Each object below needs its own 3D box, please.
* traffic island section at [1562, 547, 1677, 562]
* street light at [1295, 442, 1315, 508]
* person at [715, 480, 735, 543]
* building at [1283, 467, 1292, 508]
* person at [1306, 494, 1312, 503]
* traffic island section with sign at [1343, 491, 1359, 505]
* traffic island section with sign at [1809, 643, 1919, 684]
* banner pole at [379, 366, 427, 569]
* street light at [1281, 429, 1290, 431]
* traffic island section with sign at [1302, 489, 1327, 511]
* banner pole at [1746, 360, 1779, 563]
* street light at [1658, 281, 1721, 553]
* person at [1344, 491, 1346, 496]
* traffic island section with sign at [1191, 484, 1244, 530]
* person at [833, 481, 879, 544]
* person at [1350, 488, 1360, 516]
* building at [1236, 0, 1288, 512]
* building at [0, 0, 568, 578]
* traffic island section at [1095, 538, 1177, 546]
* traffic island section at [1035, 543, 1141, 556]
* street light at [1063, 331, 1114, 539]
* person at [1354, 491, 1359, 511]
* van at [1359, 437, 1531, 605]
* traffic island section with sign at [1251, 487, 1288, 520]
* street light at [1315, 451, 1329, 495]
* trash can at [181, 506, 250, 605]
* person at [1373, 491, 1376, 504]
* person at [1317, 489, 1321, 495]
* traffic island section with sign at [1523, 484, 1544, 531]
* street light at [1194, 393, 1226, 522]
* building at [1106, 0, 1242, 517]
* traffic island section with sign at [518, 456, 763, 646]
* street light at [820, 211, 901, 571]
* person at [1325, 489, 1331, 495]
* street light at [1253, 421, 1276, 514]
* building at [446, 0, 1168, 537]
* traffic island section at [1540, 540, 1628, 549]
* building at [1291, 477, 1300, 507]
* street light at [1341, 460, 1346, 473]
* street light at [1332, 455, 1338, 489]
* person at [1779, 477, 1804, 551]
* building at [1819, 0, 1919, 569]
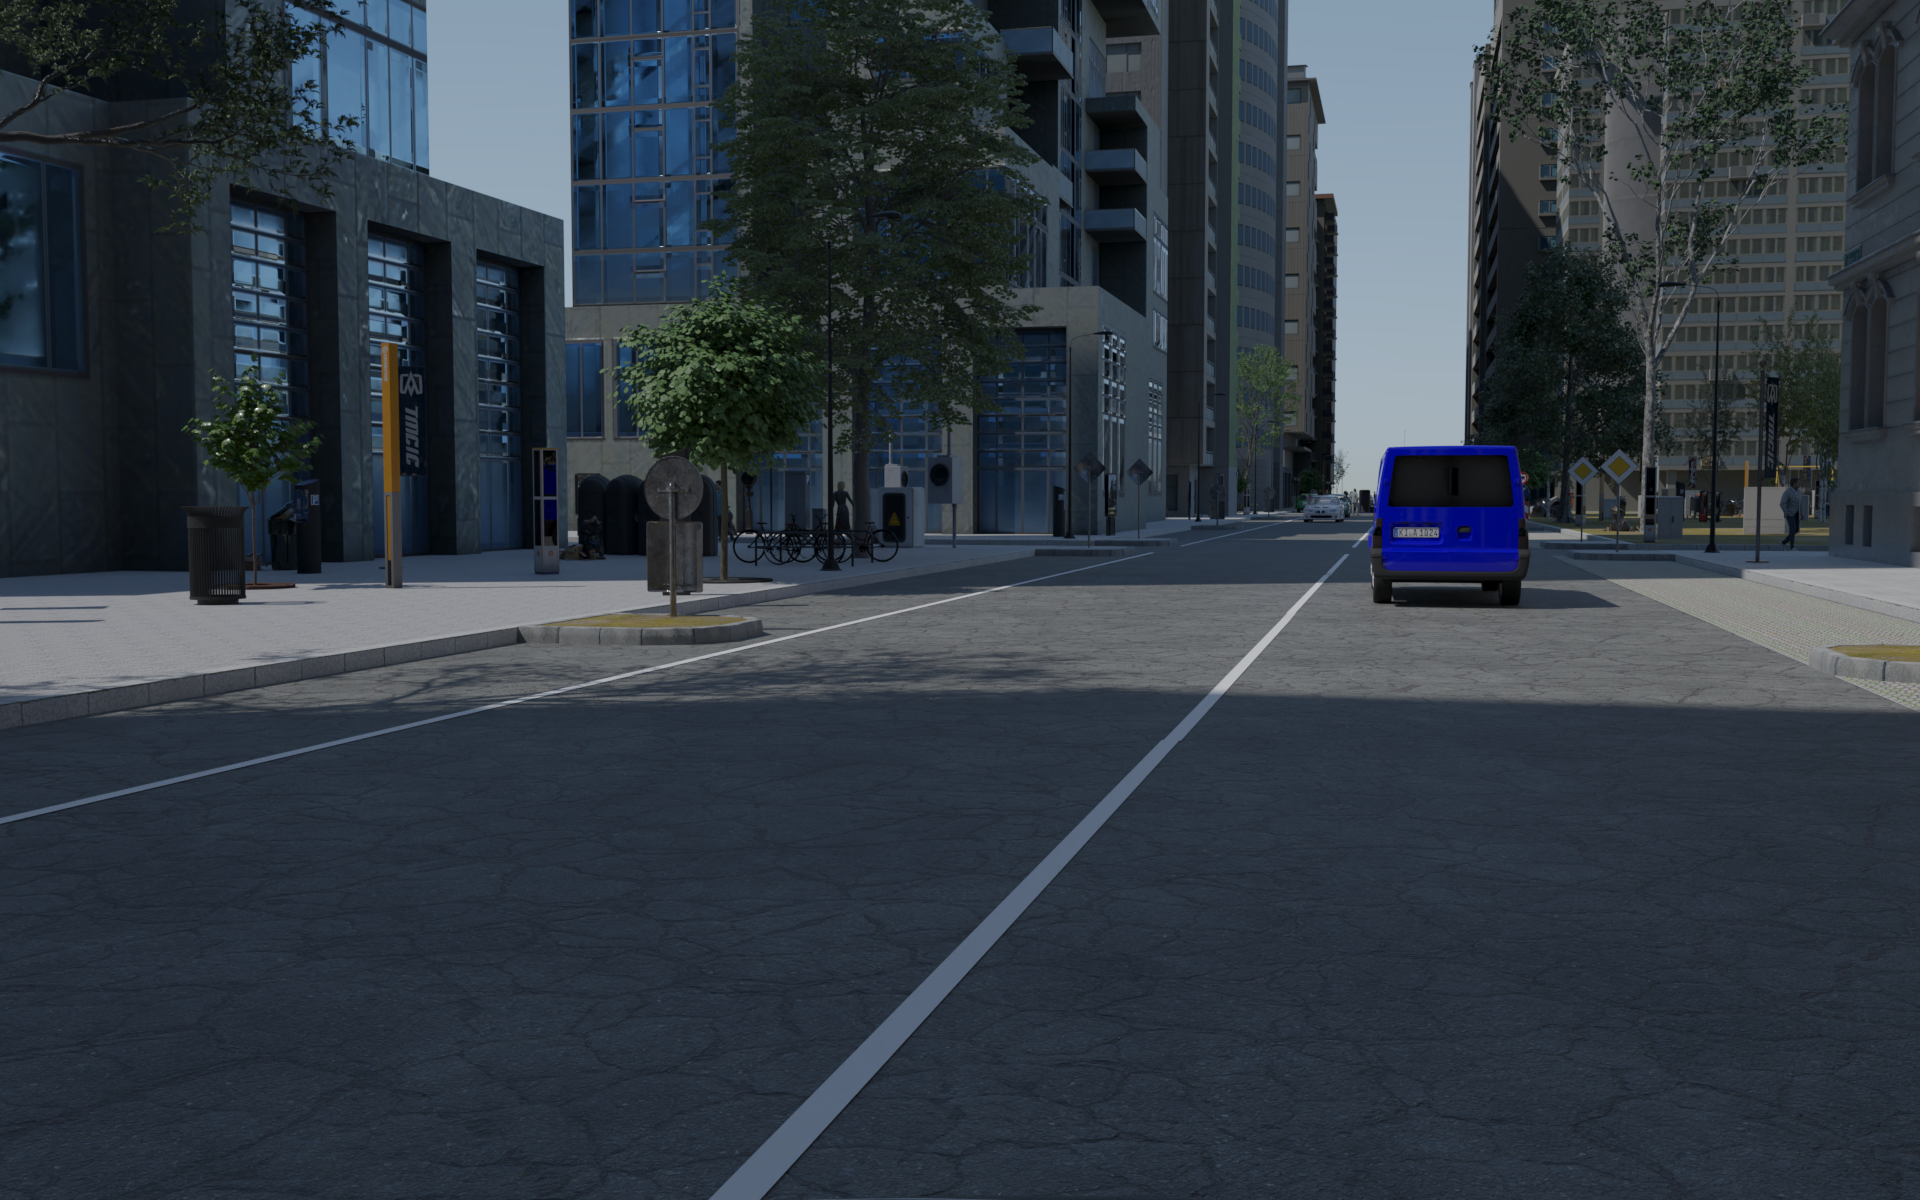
[{"bbox_3d":[14.573,-0.983,38.354,2.009,0.180,2.903,1,4,14],"label":"traffic island section"},{"bbox_3d":[30.653,-11.143,154.723,1.470,5.913,1.316,1,4,14],"label":"street light"},{"bbox_3d":[-6.647,-2.468,48.864,0.620,1.820,0.660,-2,4,-33],"label":"person"},{"bbox_3d":[20.502,-44.198,160.896,20.563,71.187,20.611,1,4,14],"label":"building"},{"bbox_3d":[25.652,-7.070,127.315,0.599,1.433,0.991,2,4,35],"label":"person"},{"bbox_3d":[57.109,-14.888,252.054,1.989,1.847,2.006,1,4,14],"label":"traffic island section with sign"},{"bbox_3d":[7.931,-0.311,13.718,1.989,1.847,2.006,1,4,14],"label":"traffic island section with sign"},{"bbox_3d":[-9.571,-2.431,29.767,0.863,3.779,0.401,-2,4,-25],"label":"banner pole"},{"bbox_3d":[22.959,-9.296,124.535,1.470,5.913,1.316,1,4,14],"label":"street light"},{"bbox_3d":[29.703,-8.353,145.207,1.989,1.847,2.006,1,4,14],"label":"traffic island section with sign"},{"bbox_3d":[15.143,-2.600,32.525,0.863,3.779,0.401,-3,4,-38],"label":"banner pole"},{"bbox_3d":[15.943,-3.996,37.879,1.470,5.913,1.316,1,4,14],"label":"street light"},{"bbox_3d":[41.967,-11.022,188.792,0.705,1.814,1.350,0,4,2],"label":"person"},{"bbox_3d":[10.458,-3.763,70.159,1.989,1.847,2.006,1,4,14],"label":"traffic island section with sign"},{"bbox_3d":[-2.984,-2.462,48.970,1.509,1.804,0.699,1,4,20],"label":"person"},{"bbox_3d":[26.162,-6.494,114.775,0.635,1.810,0.391,3,4,36],"label":"person"},{"bbox_3d":[14.386,-36.434,137.694,21.231,58.520,28.212,1,4,14],"label":"building"},{"bbox_3d":[-27.081,-43.966,31.513,31.000,86.520,22.319,1,4,14],"label":"building"},{"bbox_3d":[5.038,-1.636,49.037,2.009,0.180,2.903,1,4,14],"label":"traffic island section"},{"bbox_3d":[3.054,-1.163,41.302,2.009,0.180,2.903,1,4,14],"label":"traffic island section"},{"bbox_3d":[3.676,-4.707,49.504,1.470,5.913,1.316,1,4,14],"label":"street light"},{"bbox_3d":[34.392,-8.690,150.586,0.705,1.823,1.348,0,4,-6],"label":"person"},{"bbox_3d":[6.704,-1.208,24.133,2.240,2.365,5.245,1,4,13],"label":"van"},{"bbox_3d":[17.384,-5.415,97.167,1.989,1.847,2.006,1,4,14],"label":"traffic island section with sign"},{"bbox_3d":[38.356,-12.979,184.752,1.470,5.913,1.316,1,4,14],"label":"street light"},{"bbox_3d":[-8.660,-0.522,20.184,0.748,1.137,0.748,0,3,0],"label":"trash can"},{"bbox_3d":[59.350,-14.644,248.026,0.705,1.812,1.348,1,4,18],"label":"person"},{"bbox_3d":[28.454,-7.847,136.939,0.705,1.807,1.348,2,4,33],"label":"person"},{"bbox_3d":[21.900,-3.644,68.204,1.989,1.847,2.006,1,4,14],"label":"traffic island section with sign"},{"bbox_3d":[11.538,-6.558,79.758,1.470,5.913,1.316,1,4,14],"label":"street light"},{"bbox_3d":[8.319,-25.413,99.102,14.154,41.232,14.086,1,4,14],"label":"building"},{"bbox_3d":[-3.079,-0.535,17.374,1.989,1.847,2.006,1,4,14],"label":"traffic island section with sign"},{"bbox_3d":[-1.643,-3.436,28.714,1.470,5.913,1.316,1,4,14],"label":"street light"},{"bbox_3d":[26.728,-7.177,125.857,1.348,1.822,0.705,-1,4,-15],"label":"person"},{"bbox_3d":[19.278,-8.394,109.779,1.470,5.913,1.316,1,4,14],"label":"street light"},{"bbox_3d":[-2.688,-46.262,69.063,22.319,86.520,31.000,1,4,14],"label":"building"},{"bbox_3d":[16.557,-1.456,46.090,2.009,0.180,2.903,1,4,14],"label":"traffic island section"},{"bbox_3d":[19.852,-30.159,184.985,32.217,40.220,23.993,1,4,14],"label":"building"},{"bbox_3d":[50.989,-15.993,234.021,1.470,5.913,1.316,1,4,14],"label":"street light"},{"bbox_3d":[43.360,-14.147,203.851,1.470,5.913,1.316,1,4,14],"label":"street light"},{"bbox_3d":[20.392,-2.092,42.557,0.661,1.843,0.795,-1,4,-21],"label":"person"},{"bbox_3d":[21.343,-14.404,22.896,14.401,28.519,23.554,1,4,14],"label":"building"}]
